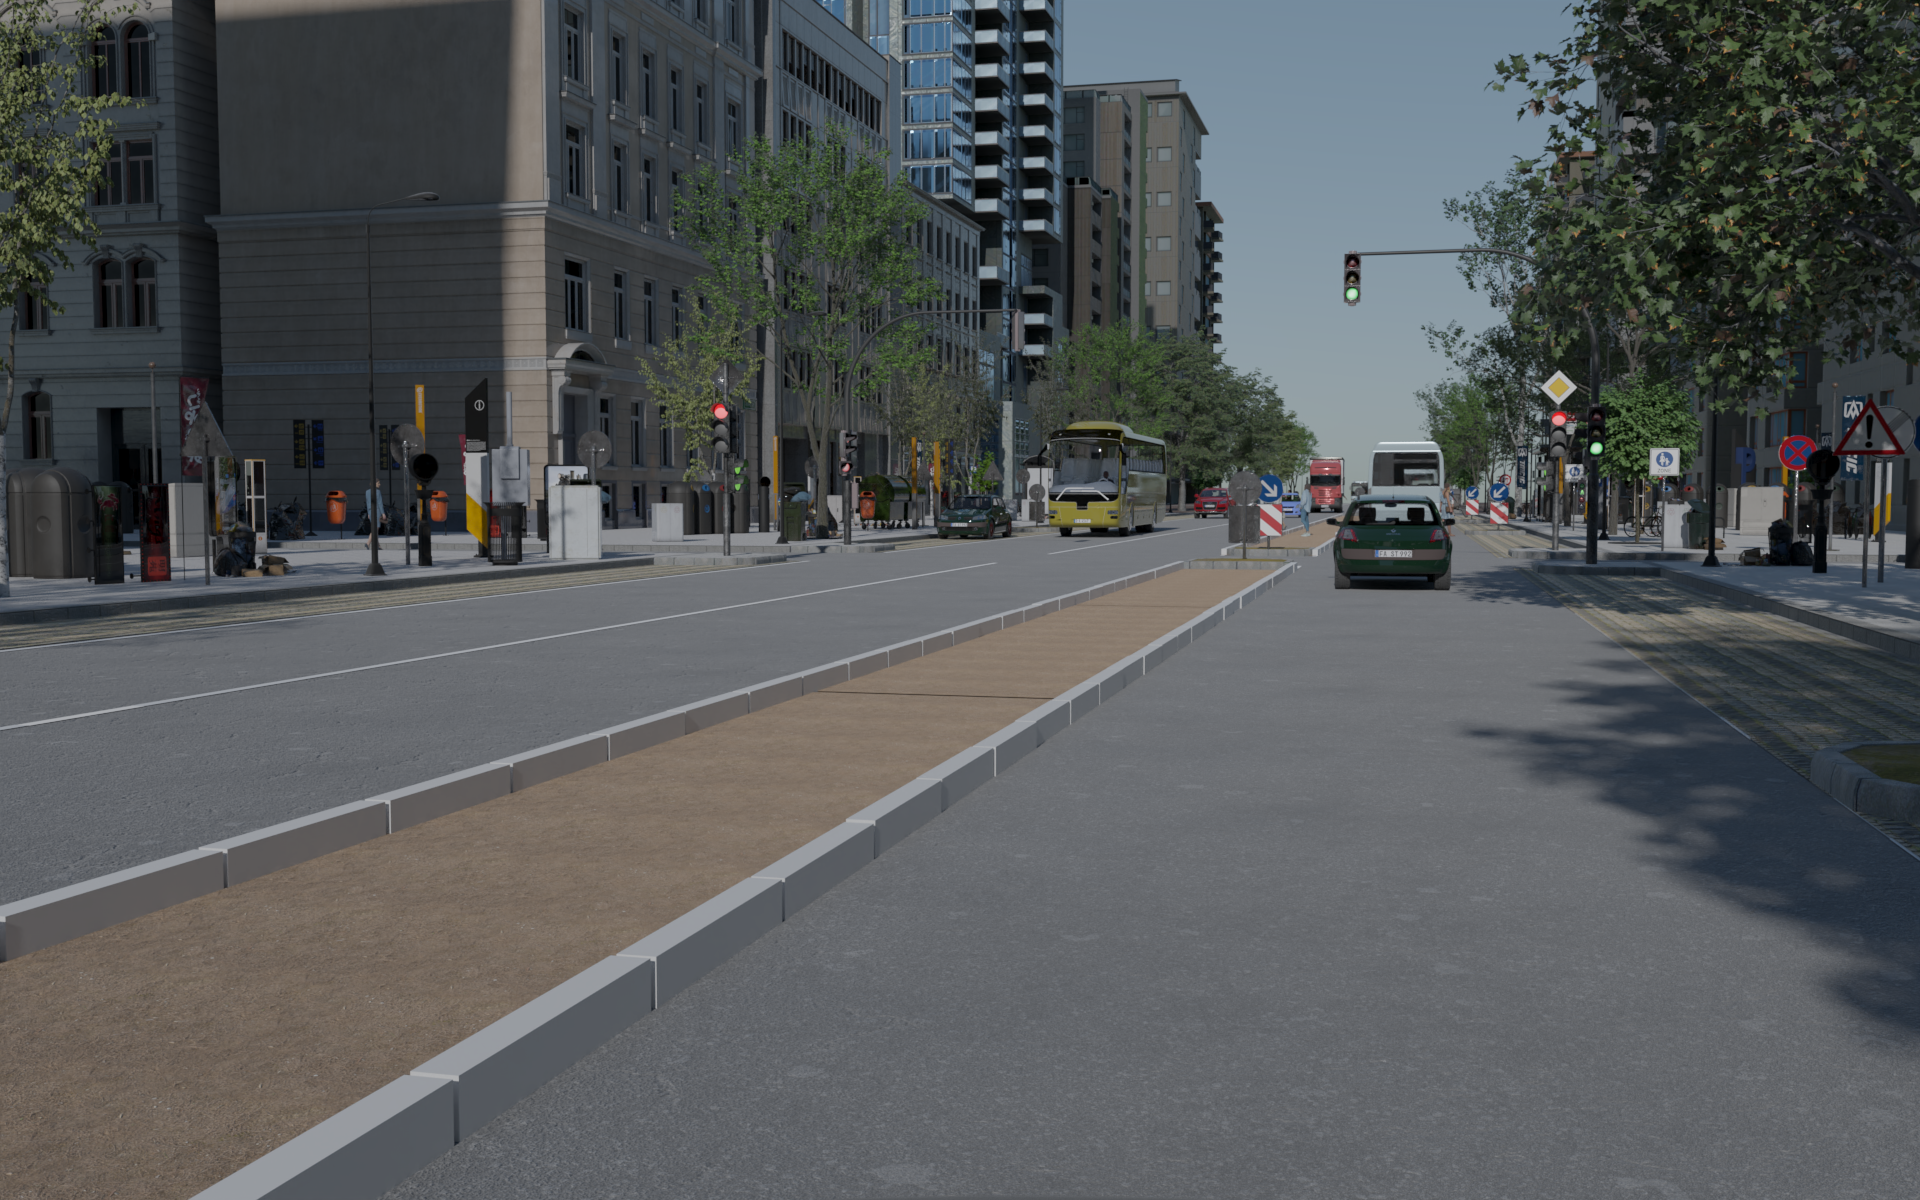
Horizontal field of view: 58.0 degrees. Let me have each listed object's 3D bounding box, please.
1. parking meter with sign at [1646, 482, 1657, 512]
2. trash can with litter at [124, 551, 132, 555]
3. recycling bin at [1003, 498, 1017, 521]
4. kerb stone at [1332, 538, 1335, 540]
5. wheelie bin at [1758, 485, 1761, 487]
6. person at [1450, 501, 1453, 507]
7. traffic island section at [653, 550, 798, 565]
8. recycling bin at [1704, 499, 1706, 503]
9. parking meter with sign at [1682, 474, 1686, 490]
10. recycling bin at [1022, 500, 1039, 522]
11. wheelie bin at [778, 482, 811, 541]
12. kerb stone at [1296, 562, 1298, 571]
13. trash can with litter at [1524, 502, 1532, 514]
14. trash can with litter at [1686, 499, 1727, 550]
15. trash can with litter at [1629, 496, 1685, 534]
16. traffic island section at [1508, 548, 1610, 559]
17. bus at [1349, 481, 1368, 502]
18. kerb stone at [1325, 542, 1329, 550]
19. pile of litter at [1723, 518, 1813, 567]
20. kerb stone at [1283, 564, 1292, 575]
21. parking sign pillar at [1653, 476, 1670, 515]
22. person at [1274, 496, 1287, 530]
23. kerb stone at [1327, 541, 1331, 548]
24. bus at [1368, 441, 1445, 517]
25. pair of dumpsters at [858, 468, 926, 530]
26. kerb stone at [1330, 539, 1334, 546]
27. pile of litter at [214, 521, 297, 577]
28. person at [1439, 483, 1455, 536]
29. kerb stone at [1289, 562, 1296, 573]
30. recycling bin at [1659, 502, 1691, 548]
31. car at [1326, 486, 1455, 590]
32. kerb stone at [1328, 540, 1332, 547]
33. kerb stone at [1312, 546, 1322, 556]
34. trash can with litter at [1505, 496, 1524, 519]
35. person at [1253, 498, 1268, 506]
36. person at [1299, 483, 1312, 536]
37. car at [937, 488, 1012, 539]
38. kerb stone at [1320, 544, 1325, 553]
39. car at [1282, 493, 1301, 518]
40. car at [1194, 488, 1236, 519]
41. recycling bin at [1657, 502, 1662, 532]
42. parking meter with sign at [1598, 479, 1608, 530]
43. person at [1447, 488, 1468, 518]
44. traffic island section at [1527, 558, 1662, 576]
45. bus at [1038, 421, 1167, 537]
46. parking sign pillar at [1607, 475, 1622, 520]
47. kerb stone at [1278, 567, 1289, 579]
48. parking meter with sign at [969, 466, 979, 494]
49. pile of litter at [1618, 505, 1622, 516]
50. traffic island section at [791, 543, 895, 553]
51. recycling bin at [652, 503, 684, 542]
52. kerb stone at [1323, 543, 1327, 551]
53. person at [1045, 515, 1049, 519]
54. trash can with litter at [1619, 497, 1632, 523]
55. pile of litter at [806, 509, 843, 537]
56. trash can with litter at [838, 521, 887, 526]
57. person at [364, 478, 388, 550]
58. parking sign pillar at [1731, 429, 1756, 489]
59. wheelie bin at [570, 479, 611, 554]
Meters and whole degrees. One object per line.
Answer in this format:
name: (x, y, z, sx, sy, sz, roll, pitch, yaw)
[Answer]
parking meter with sign: (42.445, -6.816, 107.699, 1.738, 3.016, 0.543, 2, 4, 25)
trash can with litter: (-18.189, -1.525, 35.990, 1.678, 1.210, 2.233, 2, 4, 27)
recycling bin: (2.308, -4.327, 83.299, 0.722, 1.027, 0.722, -1, 4, -17)
kerb stone: (10.153, -1.549, 47.523, 0.120, 0.150, 1.000, 1, 4, 14)
wheelie bin: (28.740, -3.327, 62.305, 0.693, 1.594, 0.980, 2, 4, 30)
person: (26.484, -4.919, 93.601, 0.352, 1.250, 0.332, 1, 4, 17)
traffic island section: (-4.860, -0.839, 36.004, 2.009, 0.180, 2.903, 1, 4, 14)
recycling bin: (38.516, -4.674, 88.968, 0.722, 1.027, 0.722, -1, 4, -19)
parking meter with sign: (45.038, -6.796, 107.382, 0.543, 3.016, 1.738, 3, 4, 36)
recycling bin: (3.344, -4.148, 80.376, 0.722, 1.027, 0.722, 3, 4, 39)
wheelie bin: (-4.518, -2.398, 47.116, 0.980, 1.594, 0.693, 1, 4, 10)
kerb stone: (6.160, -0.604, 32.080, 0.120, 0.150, 1.000, 1, 4, 14)
trash can with litter: (36.342, -6.037, 110.094, 1.055, 1.170, 0.624, 2, 4, 34)
trash can with litter: (17.268, -1.748, 39.961, 0.624, 1.170, 1.055, -1, 4, -17)
trash can with litter: (22.408, -2.704, 55.276, 2.233, 1.210, 1.678, 0, 4, 1)
traffic island section: (13.592, -1.052, 39.483, 2.009, 0.180, 2.903, 1, 4, 14)
bus: (55.252, -14.921, 238.818, 2.948, 3.499, 13.247, 1, 4, 13)
kerb stone: (9.130, -1.301, 43.554, 0.120, 0.150, 1.000, 1, 4, 14)
pile of litter: (14.581, -1.052, 31.161, 1.719, 0.858, 1.176, 1, 4, 9)
kerb stone: (5.638, -0.484, 30.102, 0.120, 0.150, 1.000, 1, 4, 14)
parking sign pillar: (43.111, -7.194, 106.098, 1.447, 3.967, 1.447, 1, 4, 9)
person: (12.573, -3.633, 68.244, 0.624, 1.780, 0.694, 2, 4, 28)
kerb stone: (9.384, -1.362, 44.549, 0.120, 0.150, 1.000, 1, 4, 14)
bus: (17.323, -4.416, 67.060, 2.948, 3.499, 13.247, 1, 4, 15)
pair of dumpsters: (-2.558, -3.773, 64.175, 1.574, 2.255, 4.437, 1, 4, 14)
kerb stone: (9.900, -1.486, 46.526, 0.120, 0.150, 1.000, 1, 4, 14)
pile of litter: (-11.135, -0.828, 27.501, 1.176, 0.858, 1.719, 1, 4, 20)
person: (16.378, -3.048, 58.429, 0.778, 1.811, 0.616, 0, 4, -7)
kerb stone: (5.893, -0.544, 31.094, 0.120, 0.150, 1.000, 1, 4, 14)
recycling bin: (17.136, -1.757, 41.277, 0.722, 1.027, 0.722, 1, 4, 23)
car: (6.781, -1.069, 27.259, 2.009, 1.686, 4.222, 1, 4, 13)
kerb stone: (9.637, -1.425, 45.539, 0.120, 0.150, 1.000, 1, 4, 14)
kerb stone: (8.345, -1.120, 40.564, 0.120, 0.150, 1.000, 1, 4, 14)
trash can with litter: (28.241, -4.725, 88.642, 0.624, 1.170, 1.055, 0, 4, -2)
person: (12.809, -3.969, 73.746, 0.623, 1.781, 0.721, -2, 4, -25)
person: (11.714, -3.046, 58.566, 0.793, 1.790, 0.793, 0, 4, 0)
car: (0.486, -2.807, 55.680, 2.009, 1.686, 4.222, 1, 4, 14)
kerb stone: (8.609, -1.184, 41.557, 0.120, 0.150, 1.000, 1, 4, 14)
car: (20.024, -5.866, 105.501, 1.945, 1.707, 3.694, 1, 4, 13)
car: (15.136, -5.746, 102.621, 2.281, 1.827, 5.304, 1, 4, 16)
recycling bin: (23.648, -2.747, 57.465, 0.722, 1.027, 0.722, -1, 4, -22)
parking meter with sign: (23.228, -4.074, 62.867, 0.543, 3.016, 1.738, 2, 4, 31)
person: (29.793, -5.836, 104.134, 1.509, 1.804, 0.699, 1, 4, 9)
traffic island section: (11.588, -0.579, 31.753, 2.009, 0.180, 2.903, 1, 4, 14)
bus: (5.368, -4.299, 61.827, 2.896, 3.916, 12.252, 1, 4, 14)
parking sign pillar: (32.797, -6.039, 87.205, 1.447, 3.967, 1.447, 2, 4, 27)
kerb stone: (5.387, -0.423, 29.111, 0.120, 0.150, 1.000, 1, 4, 14)
parking meter with sign: (1.271, -6.777, 107.056, 0.543, 3.016, 1.738, -2, 4, -34)
pile of litter: (36.997, -4.990, 95.548, 1.176, 0.858, 1.719, -2, 4, -29)
traffic island section: (-2.857, -1.312, 43.735, 2.009, 0.180, 2.903, 1, 4, 14)
recycling bin: (-7.879, -2.086, 46.663, 0.722, 1.027, 0.722, -1, 4, -22)
kerb stone: (8.867, -1.239, 42.566, 0.120, 0.150, 1.000, 1, 4, 14)
person: (3.990, -3.517, 71.494, 0.738, 1.151, 1.012, -1, 4, -19)
trash can with litter: (29.917, -4.038, 77.416, 1.055, 1.170, 0.624, -3, 5, -45)
pile of litter: (-4.212, -2.338, 52.195, 1.176, 0.858, 1.719, -2, 4, -29)
trash can with litter: (-3.811, -3.584, 69.657, 2.233, 1.210, 1.678, 0, 4, -5)
person: (-14.624, -2.120, 43.188, 0.581, 1.822, 0.654, 3, 5, 42)
parking sign pillar: (32.676, -5.123, 72.229, 1.447, 3.967, 1.447, -3, 4, -38)
wheelie bin: (-7.790, -1.732, 36.230, 0.980, 1.594, 0.693, -1, 4, -10)
